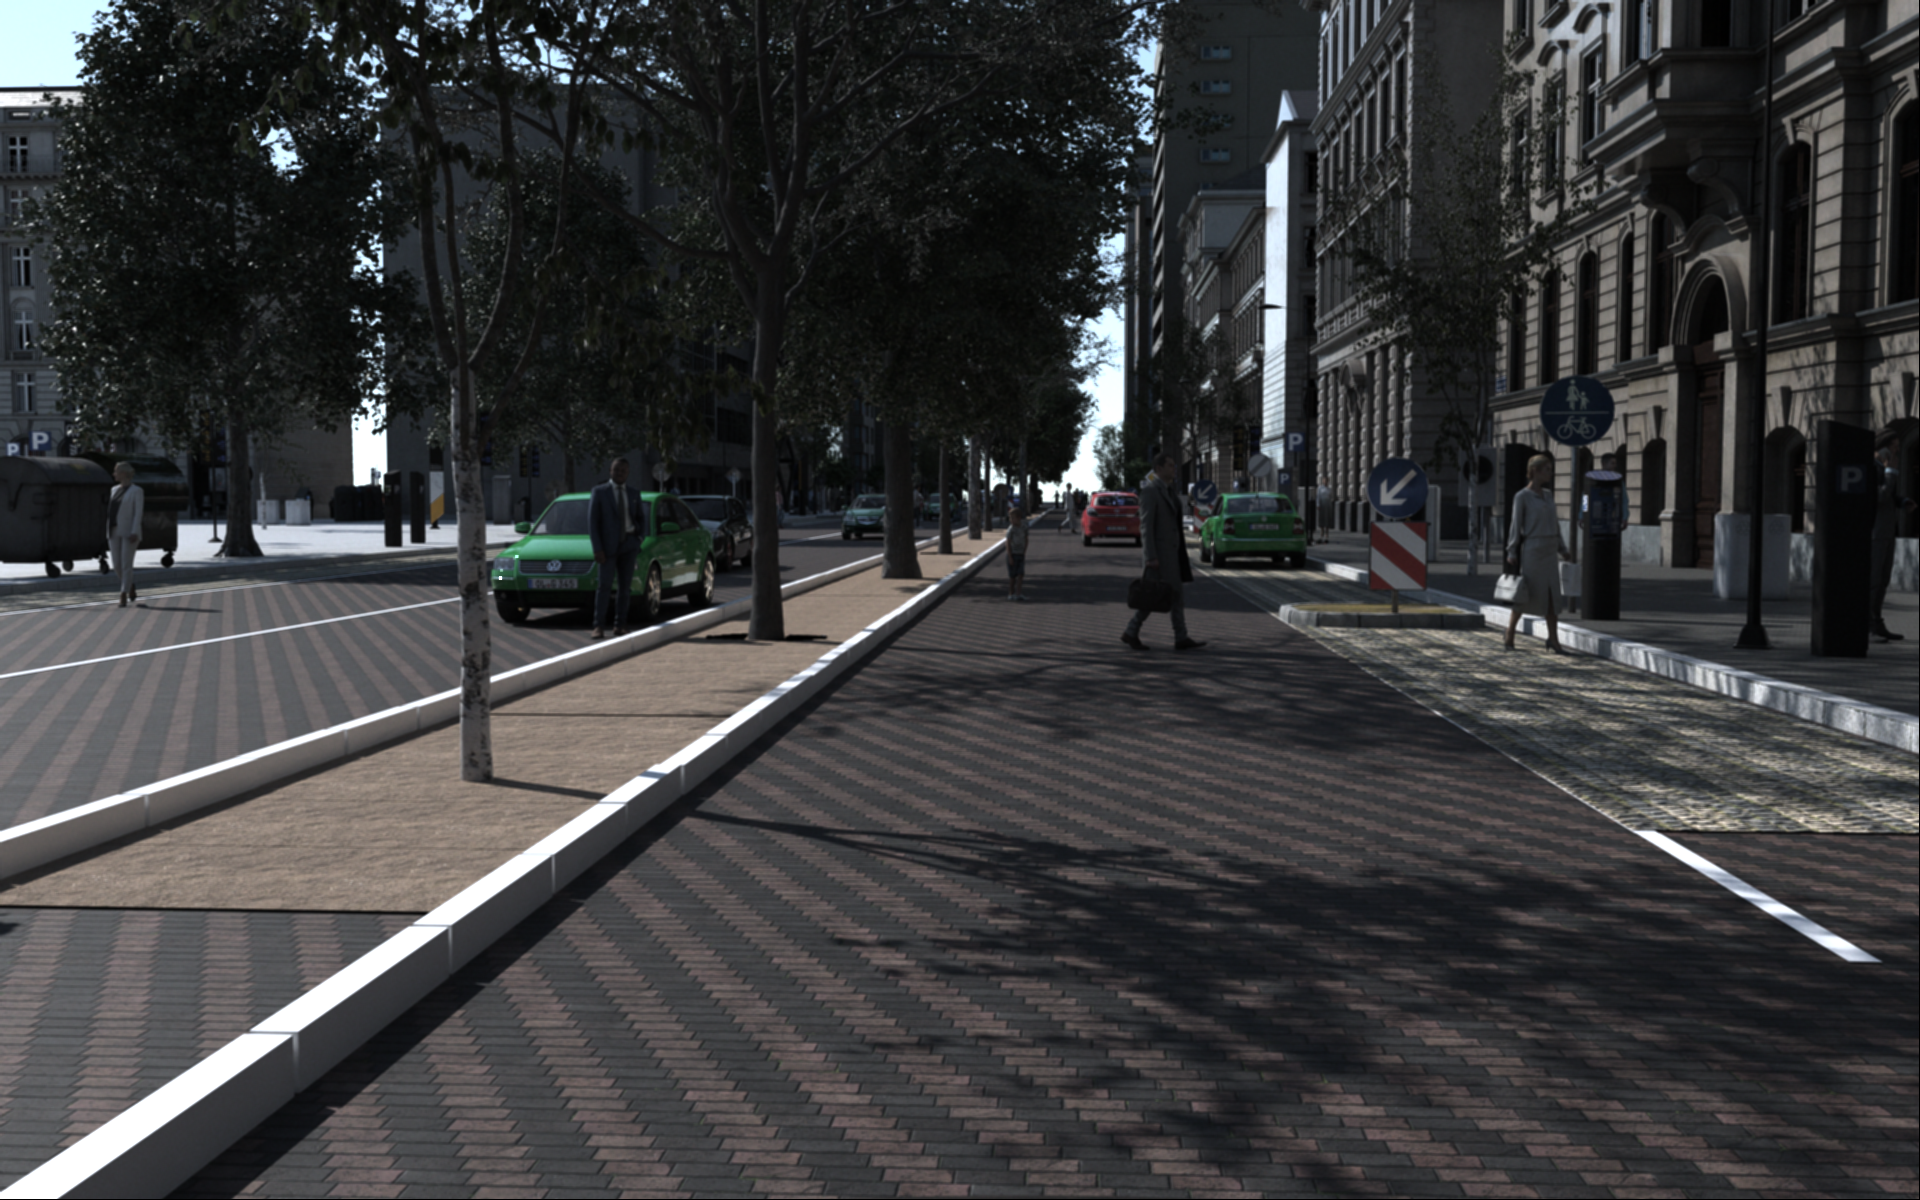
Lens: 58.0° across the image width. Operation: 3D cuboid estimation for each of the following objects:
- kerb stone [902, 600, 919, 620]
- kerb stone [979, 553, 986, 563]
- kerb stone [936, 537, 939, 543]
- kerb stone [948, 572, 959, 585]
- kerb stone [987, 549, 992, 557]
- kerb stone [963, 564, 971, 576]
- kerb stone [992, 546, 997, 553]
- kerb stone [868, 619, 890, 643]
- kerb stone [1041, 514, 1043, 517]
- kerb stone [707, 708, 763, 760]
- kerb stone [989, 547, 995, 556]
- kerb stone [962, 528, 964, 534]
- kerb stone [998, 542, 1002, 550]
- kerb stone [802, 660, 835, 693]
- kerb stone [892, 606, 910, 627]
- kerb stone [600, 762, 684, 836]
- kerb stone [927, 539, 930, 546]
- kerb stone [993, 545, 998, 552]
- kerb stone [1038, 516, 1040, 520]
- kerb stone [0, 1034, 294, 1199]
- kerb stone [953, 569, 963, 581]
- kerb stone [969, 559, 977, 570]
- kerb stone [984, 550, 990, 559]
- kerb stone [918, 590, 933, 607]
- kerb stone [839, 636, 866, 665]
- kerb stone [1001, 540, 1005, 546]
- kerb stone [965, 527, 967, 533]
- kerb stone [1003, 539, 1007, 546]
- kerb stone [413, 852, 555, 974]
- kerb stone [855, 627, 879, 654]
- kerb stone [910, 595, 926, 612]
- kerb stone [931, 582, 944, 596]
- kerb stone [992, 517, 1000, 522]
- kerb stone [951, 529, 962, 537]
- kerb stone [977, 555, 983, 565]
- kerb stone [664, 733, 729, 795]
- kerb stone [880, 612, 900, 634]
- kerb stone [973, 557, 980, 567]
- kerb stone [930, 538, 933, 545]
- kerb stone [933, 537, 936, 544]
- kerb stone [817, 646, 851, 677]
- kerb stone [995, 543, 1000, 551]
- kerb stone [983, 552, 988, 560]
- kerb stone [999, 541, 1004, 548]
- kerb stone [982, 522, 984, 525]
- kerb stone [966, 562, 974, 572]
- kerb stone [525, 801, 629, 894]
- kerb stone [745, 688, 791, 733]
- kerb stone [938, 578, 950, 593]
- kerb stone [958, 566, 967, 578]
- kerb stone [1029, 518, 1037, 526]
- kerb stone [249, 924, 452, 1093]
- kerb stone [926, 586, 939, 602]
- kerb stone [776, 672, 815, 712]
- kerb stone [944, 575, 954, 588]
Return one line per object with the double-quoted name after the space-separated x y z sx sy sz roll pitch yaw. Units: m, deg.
-0.605 0.134 20.009 0.120 0.150 1.000 0 4 4 "kerb stone"
0.388 -0.806 35.368 0.120 0.150 1.000 0 4 4 "kerb stone"
-0.781 -1.682 49.842 0.120 0.150 1.000 0 4 4 "kerb stone"
-0.152 -0.305 27.183 0.120 0.150 1.000 0 4 4 "kerb stone"
0.582 -0.993 38.433 0.120 0.150 1.000 0 4 4 "kerb stone"
0.059 -0.492 30.242 0.120 0.150 1.000 0 4 4 "kerb stone"
0.715 -1.117 40.483 0.120 0.150 1.000 0 4 4 "kerb stone"
-0.824 0.323 16.921 0.120 0.150 1.000 0 4 4 "kerb stone"
4.526 -4.717 99.323 0.120 0.150 1.000 0 4 4 "kerb stone"
-1.273 0.760 9.767 0.120 0.150 1.000 0 4 4 "kerb stone"
0.649 -1.052 39.463 0.120 0.150 1.000 0 4 4 "kerb stone"
-0.054 -2.379 61.100 0.120 0.150 1.000 0 4 4 "kerb stone"
0.918 -1.306 43.545 0.120 0.150 1.000 0 4 4 "kerb stone"
-1.076 0.584 12.828 0.120 0.150 1.000 0 4 4 "kerb stone"
-0.678 0.199 18.969 0.120 0.150 1.000 0 4 4 "kerb stone"
-1.415 0.885 7.721 0.120 0.150 1.000 0 4 4 "kerb stone"
-0.983 -1.503 46.776 0.120 0.150 1.000 0 4 4 "kerb stone"
0.775 -1.174 41.504 0.120 0.150 1.000 0 4 4 "kerb stone"
4.006 -4.215 91.115 0.120 0.150 1.000 0 4 4 "kerb stone"
-1.675 1.137 3.619 0.120 0.150 1.000 0 4 4 "kerb stone"
-0.080 -0.364 28.203 0.120 0.150 1.000 0 4 4 "kerb stone"
0.181 -0.617 32.283 0.120 0.150 1.000 0 4 4 "kerb stone"
0.509 -0.931 37.412 0.120 0.150 1.000 0 4 4 "kerb stone"
-0.478 0.008 22.070 0.120 0.150 1.000 0 4 4 "kerb stone"
-0.947 0.448 14.879 0.120 0.150 1.000 0 4 4 "kerb stone"
1.045 -1.431 45.598 0.120 0.150 1.000 0 4 4 "kerb stone"
0.081 -2.504 63.140 0.120 0.150 1.000 0 4 4 "kerb stone"
1.110 -1.492 46.618 0.120 0.150 1.000 0 4 4 "kerb stone"
-1.541 1.011 5.664 0.120 0.150 1.000 0 4 4 "kerb stone"
-0.878 0.385 15.899 0.120 0.150 1.000 0 4 4 "kerb stone"
-0.550 0.071 21.037 0.120 0.150 1.000 0 4 4 "kerb stone"
-0.355 -0.118 24.121 0.120 0.150 1.000 0 4 4 "kerb stone"
1.902 -4.229 91.345 0.120 0.150 1.000 0 4 4 "kerb stone"
-0.119 -2.315 60.076 0.120 0.150 1.000 0 4 4 "kerb stone"
0.312 -0.740 34.336 0.120 0.150 1.000 0 4 4 "kerb stone"
-1.339 0.828 8.747 0.120 0.150 1.000 0 4 4 "kerb stone"
-0.754 0.260 17.949 0.120 0.150 1.000 0 4 4 "kerb stone"
0.250 -0.678 33.316 0.120 0.150 1.000 0 4 4 "kerb stone"
-0.913 -1.566 47.796 0.120 0.150 1.000 0 4 4 "kerb stone"
-0.850 -1.628 48.817 0.120 0.150 1.000 0 4 4 "kerb stone"
-1.018 0.510 13.853 0.120 0.150 1.000 0 4 4 "kerb stone"
0.847 -1.243 42.525 0.120 0.150 1.000 0 4 4 "kerb stone"
0.443 -0.868 36.392 0.120 0.150 1.000 0 4 4 "kerb stone"
0.980 -1.369 44.577 0.120 0.150 1.000 0 4 4 "kerb stone"
1.244 -3.604 81.115 0.120 0.150 1.000 0 4 4 "kerb stone"
0.124 -0.555 31.262 0.120 0.150 1.000 0 4 4 "kerb stone"
-1.479 0.953 6.701 0.120 0.150 1.000 0 4 4 "kerb stone"
-1.209 0.698 10.787 0.120 0.150 1.000 0 4 4 "kerb stone"
-0.280 -0.178 25.140 0.120 0.150 1.000 0 4 4 "kerb stone"
-0.020 -0.430 29.223 0.120 0.150 1.000 0 4 4 "kerb stone"
3.532 -3.778 83.966 0.120 0.150 1.000 0 4 4 "kerb stone"
-1.607 1.074 4.639 0.120 0.150 1.000 0 4 4 "kerb stone"
-0.410 -0.055 23.094 0.120 0.150 1.000 0 4 4 "kerb stone"
-1.140 0.635 11.807 0.120 0.150 1.000 0 4 4 "kerb stone"
-0.216 -0.243 26.162 0.120 0.150 1.000 0 4 4 "kerb stone"
